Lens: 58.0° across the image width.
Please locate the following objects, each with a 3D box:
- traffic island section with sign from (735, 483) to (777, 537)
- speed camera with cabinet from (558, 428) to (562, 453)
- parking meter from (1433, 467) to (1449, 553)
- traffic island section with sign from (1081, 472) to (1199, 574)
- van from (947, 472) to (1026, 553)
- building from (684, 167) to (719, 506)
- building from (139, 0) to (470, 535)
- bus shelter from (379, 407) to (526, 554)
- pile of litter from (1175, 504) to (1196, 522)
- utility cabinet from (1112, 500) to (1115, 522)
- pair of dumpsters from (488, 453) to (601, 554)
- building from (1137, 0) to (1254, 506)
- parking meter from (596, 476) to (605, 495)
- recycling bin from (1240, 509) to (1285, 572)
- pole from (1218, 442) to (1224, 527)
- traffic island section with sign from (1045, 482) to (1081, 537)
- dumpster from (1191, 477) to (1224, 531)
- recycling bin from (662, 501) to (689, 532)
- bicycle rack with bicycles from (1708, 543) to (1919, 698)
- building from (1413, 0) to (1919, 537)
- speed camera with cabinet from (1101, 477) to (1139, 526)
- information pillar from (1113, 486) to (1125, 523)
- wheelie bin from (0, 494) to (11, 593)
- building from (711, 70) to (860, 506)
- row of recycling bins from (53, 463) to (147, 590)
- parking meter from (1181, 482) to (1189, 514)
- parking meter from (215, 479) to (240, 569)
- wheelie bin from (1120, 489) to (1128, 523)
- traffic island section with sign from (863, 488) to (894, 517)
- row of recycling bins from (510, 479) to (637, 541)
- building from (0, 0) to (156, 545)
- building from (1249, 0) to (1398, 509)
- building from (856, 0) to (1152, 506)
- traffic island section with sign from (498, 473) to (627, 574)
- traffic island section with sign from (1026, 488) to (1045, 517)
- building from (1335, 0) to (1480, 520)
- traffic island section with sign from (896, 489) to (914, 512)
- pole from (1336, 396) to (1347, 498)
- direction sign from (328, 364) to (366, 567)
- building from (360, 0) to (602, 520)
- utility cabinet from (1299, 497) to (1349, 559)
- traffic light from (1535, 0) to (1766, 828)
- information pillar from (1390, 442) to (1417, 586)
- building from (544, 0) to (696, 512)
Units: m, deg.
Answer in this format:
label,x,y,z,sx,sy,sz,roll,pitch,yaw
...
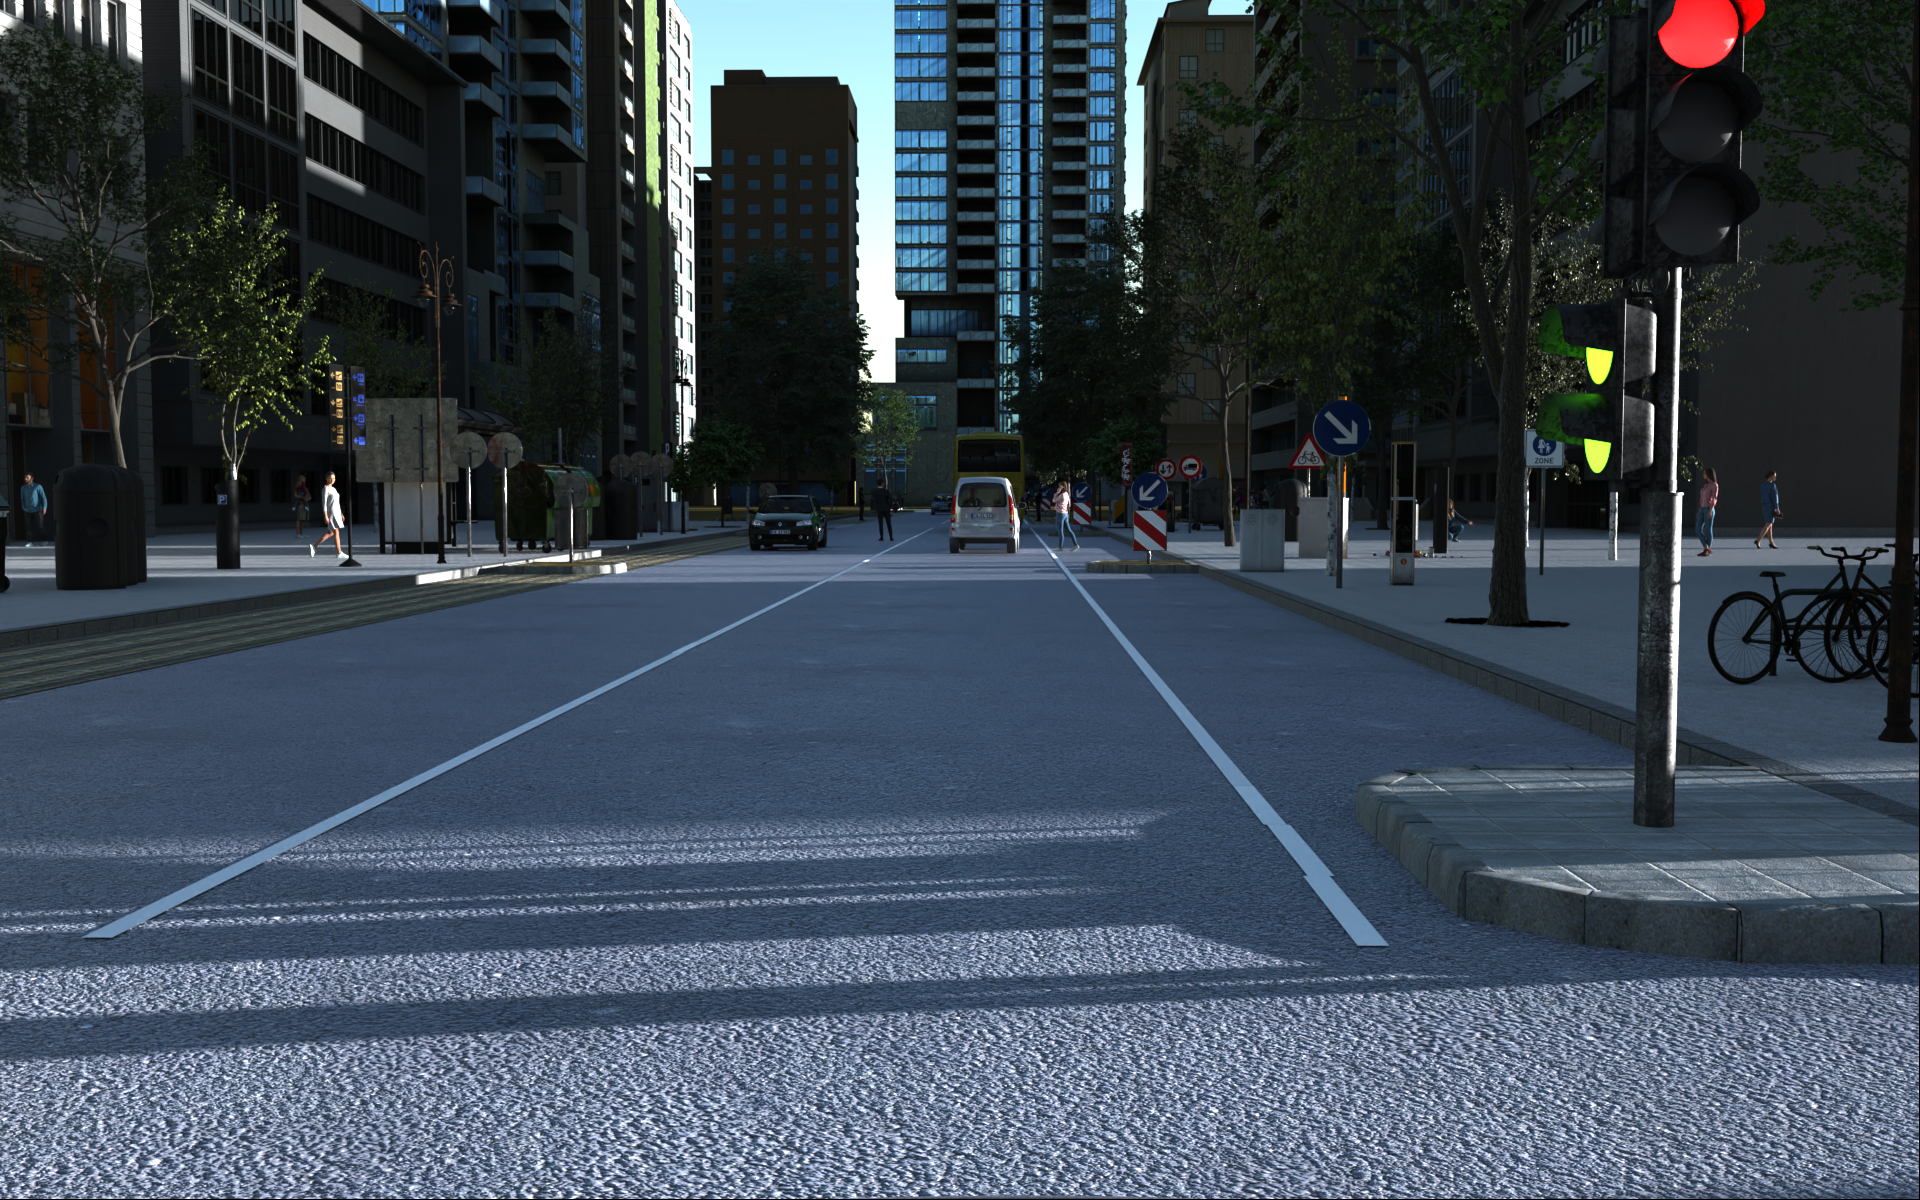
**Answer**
label,x,y,z,sx,sy,sz,roll,pitch,yaw
traffic island section with sign,-6.507,-3.061,58.671,1.989,1.847,2.006,0,4,1
speed camera with cabinet,-12.187,-3.557,52.500,0.660,3.252,2.038,0,4,-4
parking meter,10.439,-1.950,37.601,0.255,1.863,0.399,0,4,4
traffic island section with sign,3.351,-1.441,32.196,1.989,1.847,2.006,0,4,1
van,0.642,-2.231,43.486,2.013,2.044,4.112,0,4,3
building,-37.306,-30.803,195.502,23.993,40.220,32.217,0,4,1
building,-30.142,-15.118,66.253,14.314,24.678,30.058,0,4,1
bus shelter,-11.667,-2.797,39.650,2.014,3.302,5.546,0,4,1
pile of litter,10.366,-3.955,78.632,1.719,0.858,1.176,2,4,31
utility cabinet,7.368,-4.104,78.266,1.020,1.237,0.306,3,5,45
pair of dumpsters,-9.400,-2.250,39.284,1.574,2.255,4.437,0,4,1
building,34.344,-36.881,192.235,27.495,52.752,28.713,0,4,1
parking meter,-11.690,-3.072,55.945,0.399,1.863,0.255,1,4,19
recycling bin,5.026,-0.995,28.821,0.722,1.027,0.722,1,4,9
pole,10.176,-4.500,67.415,0.158,3.312,0.155,0,3,0
traffic island section with sign,4.019,-3.090,59.143,1.989,1.847,2.006,0,4,1
dumpster,8.855,-3.391,61.195,1.264,1.857,1.865,0,4,2
recycling bin,-9.734,-2.843,59.042,0.722,1.027,0.722,3,5,42
bicycle rack with bicycles,6.448,0.118,11.448,2.925,0.926,2.852,0,4,2
building,27.754,-15.080,65.631,14.314,24.678,30.058,0,4,1
speed camera with cabinet,6.724,-4.623,69.920,2.038,3.252,0.660,-1,4,-22
information pillar,6.965,-5.153,75.614,0.504,3.616,0.183,-1,4,-18
wheelie bin,-12.700,-0.878,22.266,0.693,1.594,0.980,0,4,-6
building,-18.425,-32.798,186.363,14.200,45.320,14.600,0,4,1
row of recycling bins,-12.210,-1.077,24.724,1.069,1.692,3.534,-1,4,-20
parking meter,10.591,-4.612,81.120,0.399,1.863,0.255,-2,4,-35
parking meter,-12.559,-1.302,29.700,0.372,1.533,0.369,0,3,0
wheelie bin,7.284,-4.193,76.470,0.693,1.594,0.980,0,4,-5
traffic island section with sign,-5.279,-6.149,109.171,1.989,1.847,2.006,0,4,1
row of recycling bins,-10.649,-2.496,47.918,3.534,1.692,1.069,-2,4,-31
building,-29.458,-15.787,35.604,11.434,29.767,29.804,0,4,1
building,31.886,-30.154,116.724,21.300,48.544,21.600,0,4,1
building,4.868,-53.621,189.374,31.000,86.520,22.319,0,4,1
traffic island section with sign,-7.184,-1.406,31.623,1.989,1.847,2.006,0,4,1
traffic island section with sign,5.226,-6.106,108.454,1.989,1.847,2.006,0,4,1
building,37.283,-24.590,93.923,32.217,40.220,23.993,0,4,1
traffic island section with sign,-4.609,-7.799,136.144,1.989,1.847,2.006,0,4,1
pole,7.985,-2.595,36.265,0.158,3.312,0.155,0,3,0
direction sign,-10.805,-2.361,30.600,0.379,3.537,0.876,1,4,23
building,-33.354,-48.006,97.576,22.319,86.520,31.000,0,4,1
utility cabinet,7.309,-1.447,34.820,0.306,1.237,1.020,-3,5,-40
traffic light,2.676,-1.082,6.615,0.839,4.253,0.868,0,4,1
information pillar,6.233,-1.216,24.379,0.304,2.012,0.304,0,4,6
building,-28.719,-27.773,137.679,14.086,41.232,14.154,0,4,1
